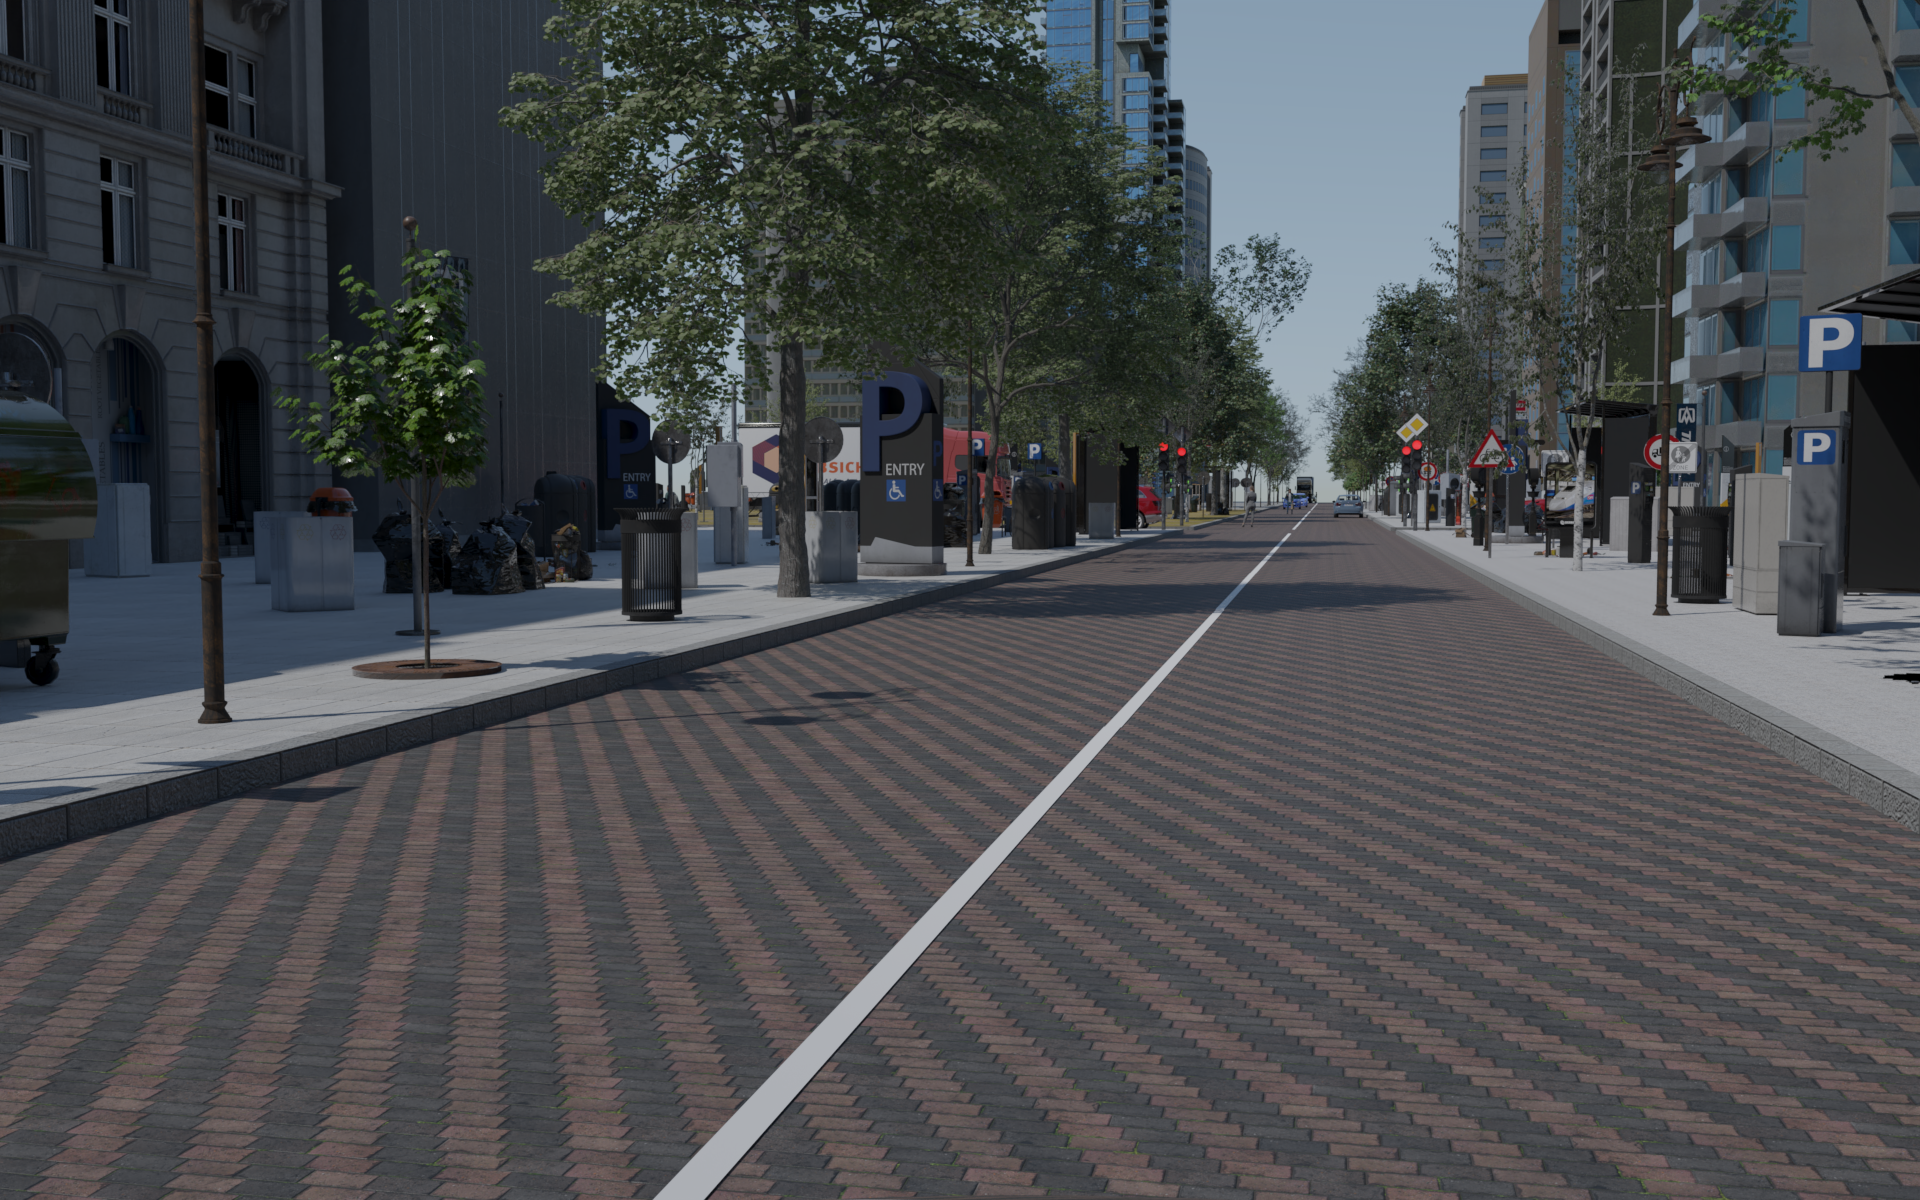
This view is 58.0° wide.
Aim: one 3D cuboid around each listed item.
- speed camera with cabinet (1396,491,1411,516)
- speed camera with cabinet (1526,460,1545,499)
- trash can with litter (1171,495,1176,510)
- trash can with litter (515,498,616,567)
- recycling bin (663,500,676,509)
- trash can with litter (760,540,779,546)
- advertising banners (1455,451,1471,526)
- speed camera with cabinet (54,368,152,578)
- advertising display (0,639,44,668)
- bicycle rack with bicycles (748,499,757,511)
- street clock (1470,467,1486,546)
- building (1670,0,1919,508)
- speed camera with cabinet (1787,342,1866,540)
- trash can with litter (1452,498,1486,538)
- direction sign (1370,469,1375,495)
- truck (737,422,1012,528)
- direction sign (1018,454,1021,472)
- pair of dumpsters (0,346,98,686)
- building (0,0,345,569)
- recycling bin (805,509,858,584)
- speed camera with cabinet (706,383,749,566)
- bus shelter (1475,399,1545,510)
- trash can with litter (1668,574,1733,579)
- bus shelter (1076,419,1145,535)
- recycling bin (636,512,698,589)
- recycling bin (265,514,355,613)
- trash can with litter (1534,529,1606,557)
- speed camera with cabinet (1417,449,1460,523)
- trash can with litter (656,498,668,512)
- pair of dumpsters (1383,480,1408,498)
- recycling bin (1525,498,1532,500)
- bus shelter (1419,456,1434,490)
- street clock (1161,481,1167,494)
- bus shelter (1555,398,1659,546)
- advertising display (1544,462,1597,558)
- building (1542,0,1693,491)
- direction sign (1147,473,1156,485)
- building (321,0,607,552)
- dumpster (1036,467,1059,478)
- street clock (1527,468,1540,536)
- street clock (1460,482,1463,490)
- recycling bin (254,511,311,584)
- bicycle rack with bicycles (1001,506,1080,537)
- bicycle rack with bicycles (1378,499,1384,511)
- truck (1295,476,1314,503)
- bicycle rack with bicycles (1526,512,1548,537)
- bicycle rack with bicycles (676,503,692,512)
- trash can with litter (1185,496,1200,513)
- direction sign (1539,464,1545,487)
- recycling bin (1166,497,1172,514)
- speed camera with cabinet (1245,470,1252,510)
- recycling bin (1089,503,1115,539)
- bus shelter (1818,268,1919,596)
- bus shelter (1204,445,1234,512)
[{"bbox_3d":[26.118,-6.430,99.466,2.038,3.252,0.660,1,4,14],"label":"speed camera with cabinet"},{"bbox_3d":[33.998,-6.552,101.459,2.038,3.252,0.660,-3,4,-38],"label":"speed camera with cabinet"},{"bbox_3d":[16.696,-7.619,135.957,0.624,1.170,1.055,-1,4,-11],"label":"trash can with litter"},{"bbox_3d":[-7.266,-1.204,30.735,2.233,1.210,1.678,0,4,2],"label":"trash can with litter"},{"bbox_3d":[-16.857,-5.348,99.994,0.722,1.027,0.722,-3,5,-43],"label":"recycling bin"},{"bbox_3d":[-4.416,-1.999,43.741,1.678,1.210,2.233,2,4,29],"label":"trash can with litter"},{"bbox_3d":[20.382,-4.563,70.787,0.090,3.025,2.074,-1,4,-10],"label":"advertising banners"},{"bbox_3d":[-13.498,-2.002,27.071,2.038,3.252,0.660,2,4,34],"label":"speed camera with cabinet"},{"bbox_3d":[-7.062,-0.466,12.825,0.974,1.923,0.123,2,4,31],"label":"advertising display"},{"bbox_3d":[-15.910,-7.060,128.817,2.852,0.926,2.925,-3,5,-42],"label":"bicycle rack with bicycles"},{"bbox_3d":[12.833,-2.339,42.812,0.471,2.002,0.358,-3,5,-41],"label":"street clock"},{"bbox_3d":[52.259,-28.576,86.830,30.456,49.044,23.786,1,4,12],"label":"building"},{"bbox_3d":[11.372,-1.766,23.207,0.660,3.252,2.038,-1,4,-12],"label":"speed camera with cabinet"},{"bbox_3d":[14.988,-2.411,50.805,1.055,1.170,0.624,2,4,27],"label":"trash can with litter"},{"bbox_3d":[32.944,-8.936,138.092,0.876,3.537,0.379,-3,5,-41],"label":"direction sign"},{"bbox_3d":[-2.964,-4.838,68.009,11.283,4.237,2.839,1,4,11],"label":"truck"},{"bbox_3d":[3.113,-6.528,98.728,0.876,3.537,0.379,-2,4,-32],"label":"direction sign"},{"bbox_3d":[-6.947,-0.437,9.633,1.574,2.255,4.437,1,4,12],"label":"pair of dumpsters"},{"bbox_3d":[-21.631,-11.305,26.634,13.314,21.916,24.055,1,4,12],"label":"building"},{"bbox_3d":[-1.976,-0.776,25.247,0.722,1.027,0.722,-3,5,-43],"label":"recycling bin"},{"bbox_3d":[-4.234,-2.278,31.575,0.660,3.252,2.038,0,4,-2],"label":"speed camera with cabinet"},{"bbox_3d":[22.295,-5.697,70.773,2.179,5.291,8.768,1,4,12],"label":"bus shelter"},{"bbox_3d":[11.899,-0.935,26.349,2.233,1.210,1.678,1,4,13],"label":"trash can with litter"},{"bbox_3d":[5.113,-4.039,57.315,1.731,3.624,6.357,1,4,12],"label":"bus shelter"},{"bbox_3d":[-4.015,-0.684,23.735,0.722,1.027,0.722,-1,4,-20],"label":"recycling bin"},{"bbox_3d":[-7.184,-0.406,19.200,0.722,1.027,0.722,-3,4,-37],"label":"recycling bin"},{"bbox_3d":[12.867,-1.544,36.302,2.233,1.210,1.678,-2,4,-34],"label":"trash can with litter"},{"bbox_3d":[21.089,-5.016,76.347,2.038,3.252,0.660,-2,4,-27],"label":"speed camera with cabinet"},{"bbox_3d":[-14.713,-4.343,82.073,1.678,1.210,2.233,-3,5,-44],"label":"trash can with litter"},{"bbox_3d":[29.282,-6.959,116.280,1.574,2.255,4.437,1,4,12],"label":"pair of dumpsters"},{"bbox_3d":[36.927,-6.109,112.431,0.722,1.027,0.722,0,3,0],"label":"recycling bin"},{"bbox_3d":[32.145,-8.604,118.304,2.179,5.291,8.768,1,4,12],"label":"bus shelter"},{"bbox_3d":[11.550,-5.720,98.084,0.358,2.002,0.471,1,4,20],"label":"street clock"},{"bbox_3d":[16.874,-3.310,45.400,1.731,3.624,6.357,1,4,12],"label":"bus shelter"},{"bbox_3d":[12.237,-1.806,34.735,0.974,1.923,0.123,2,4,25],"label":"advertising display"},{"bbox_3d":[54.736,-42.015,125.196,20.563,71.187,20.611,1,4,12],"label":"building"},{"bbox_3d":[15.659,-9.178,142.050,0.876,3.537,0.379,3,4,38],"label":"direction sign"},{"bbox_3d":[-25.936,-13.965,47.401,30.058,24.678,14.314,1,4,12],"label":"building"},{"bbox_3d":[3.156,-3.673,62.548,1.502,2.255,1.985,1,4,12],"label":"dumpster"},{"bbox_3d":[15.944,-2.668,48.194,0.358,2.002,0.471,1,4,9],"label":"street clock"},{"bbox_3d":[31.066,-6.301,107.593,0.358,2.002,0.471,0,4,7],"label":"street clock"},{"bbox_3d":[-9.759,-0.764,25.042,0.722,1.027,0.722,-1,4,-12],"label":"recycling bin"},{"bbox_3d":[2.353,-2.396,52.555,2.852,0.926,2.925,0,4,6],"label":"bicycle rack with bicycles"},{"bbox_3d":[32.745,-7.264,132.140,2.925,0.926,2.852,-2,4,-30],"label":"bicycle rack with bicycles"},{"bbox_3d":[55.373,-17.684,278.044,2.839,4.237,11.283,1,4,13],"label":"truck"},{"bbox_3d":[17.984,-2.243,50.057,2.925,0.926,2.852,1,4,23],"label":"bicycle rack with bicycles"},{"bbox_3d":[-20.351,-6.565,120.724,2.925,0.926,2.852,0,4,4],"label":"bicycle rack with bicycles"},{"bbox_3d":[16.126,-6.650,120.107,1.055,1.170,0.624,-3,5,-42],"label":"trash can with litter"},{"bbox_3d":[44.577,-8.574,132.187,0.876,3.537,0.379,-1,4,-17],"label":"direction sign"},{"bbox_3d":[12.931,-5.929,109.500,0.722,1.027,0.722,3,5,45],"label":"recycling bin"},{"bbox_3d":[23.095,-8.842,138.905,0.660,3.252,2.038,1,4,9],"label":"speed camera with cabinet"},{"bbox_3d":[4.093,-2.282,49.862,0.722,1.027,0.722,1,4,9],"label":"recycling bin"},{"bbox_3d":[10.981,-1.677,18.701,1.731,3.624,6.357,1,4,12],"label":"bus shelter"},{"bbox_3d":[19.358,-9.291,129.541,2.179,5.291,8.768,1,4,12],"label":"bus shelter"}]
